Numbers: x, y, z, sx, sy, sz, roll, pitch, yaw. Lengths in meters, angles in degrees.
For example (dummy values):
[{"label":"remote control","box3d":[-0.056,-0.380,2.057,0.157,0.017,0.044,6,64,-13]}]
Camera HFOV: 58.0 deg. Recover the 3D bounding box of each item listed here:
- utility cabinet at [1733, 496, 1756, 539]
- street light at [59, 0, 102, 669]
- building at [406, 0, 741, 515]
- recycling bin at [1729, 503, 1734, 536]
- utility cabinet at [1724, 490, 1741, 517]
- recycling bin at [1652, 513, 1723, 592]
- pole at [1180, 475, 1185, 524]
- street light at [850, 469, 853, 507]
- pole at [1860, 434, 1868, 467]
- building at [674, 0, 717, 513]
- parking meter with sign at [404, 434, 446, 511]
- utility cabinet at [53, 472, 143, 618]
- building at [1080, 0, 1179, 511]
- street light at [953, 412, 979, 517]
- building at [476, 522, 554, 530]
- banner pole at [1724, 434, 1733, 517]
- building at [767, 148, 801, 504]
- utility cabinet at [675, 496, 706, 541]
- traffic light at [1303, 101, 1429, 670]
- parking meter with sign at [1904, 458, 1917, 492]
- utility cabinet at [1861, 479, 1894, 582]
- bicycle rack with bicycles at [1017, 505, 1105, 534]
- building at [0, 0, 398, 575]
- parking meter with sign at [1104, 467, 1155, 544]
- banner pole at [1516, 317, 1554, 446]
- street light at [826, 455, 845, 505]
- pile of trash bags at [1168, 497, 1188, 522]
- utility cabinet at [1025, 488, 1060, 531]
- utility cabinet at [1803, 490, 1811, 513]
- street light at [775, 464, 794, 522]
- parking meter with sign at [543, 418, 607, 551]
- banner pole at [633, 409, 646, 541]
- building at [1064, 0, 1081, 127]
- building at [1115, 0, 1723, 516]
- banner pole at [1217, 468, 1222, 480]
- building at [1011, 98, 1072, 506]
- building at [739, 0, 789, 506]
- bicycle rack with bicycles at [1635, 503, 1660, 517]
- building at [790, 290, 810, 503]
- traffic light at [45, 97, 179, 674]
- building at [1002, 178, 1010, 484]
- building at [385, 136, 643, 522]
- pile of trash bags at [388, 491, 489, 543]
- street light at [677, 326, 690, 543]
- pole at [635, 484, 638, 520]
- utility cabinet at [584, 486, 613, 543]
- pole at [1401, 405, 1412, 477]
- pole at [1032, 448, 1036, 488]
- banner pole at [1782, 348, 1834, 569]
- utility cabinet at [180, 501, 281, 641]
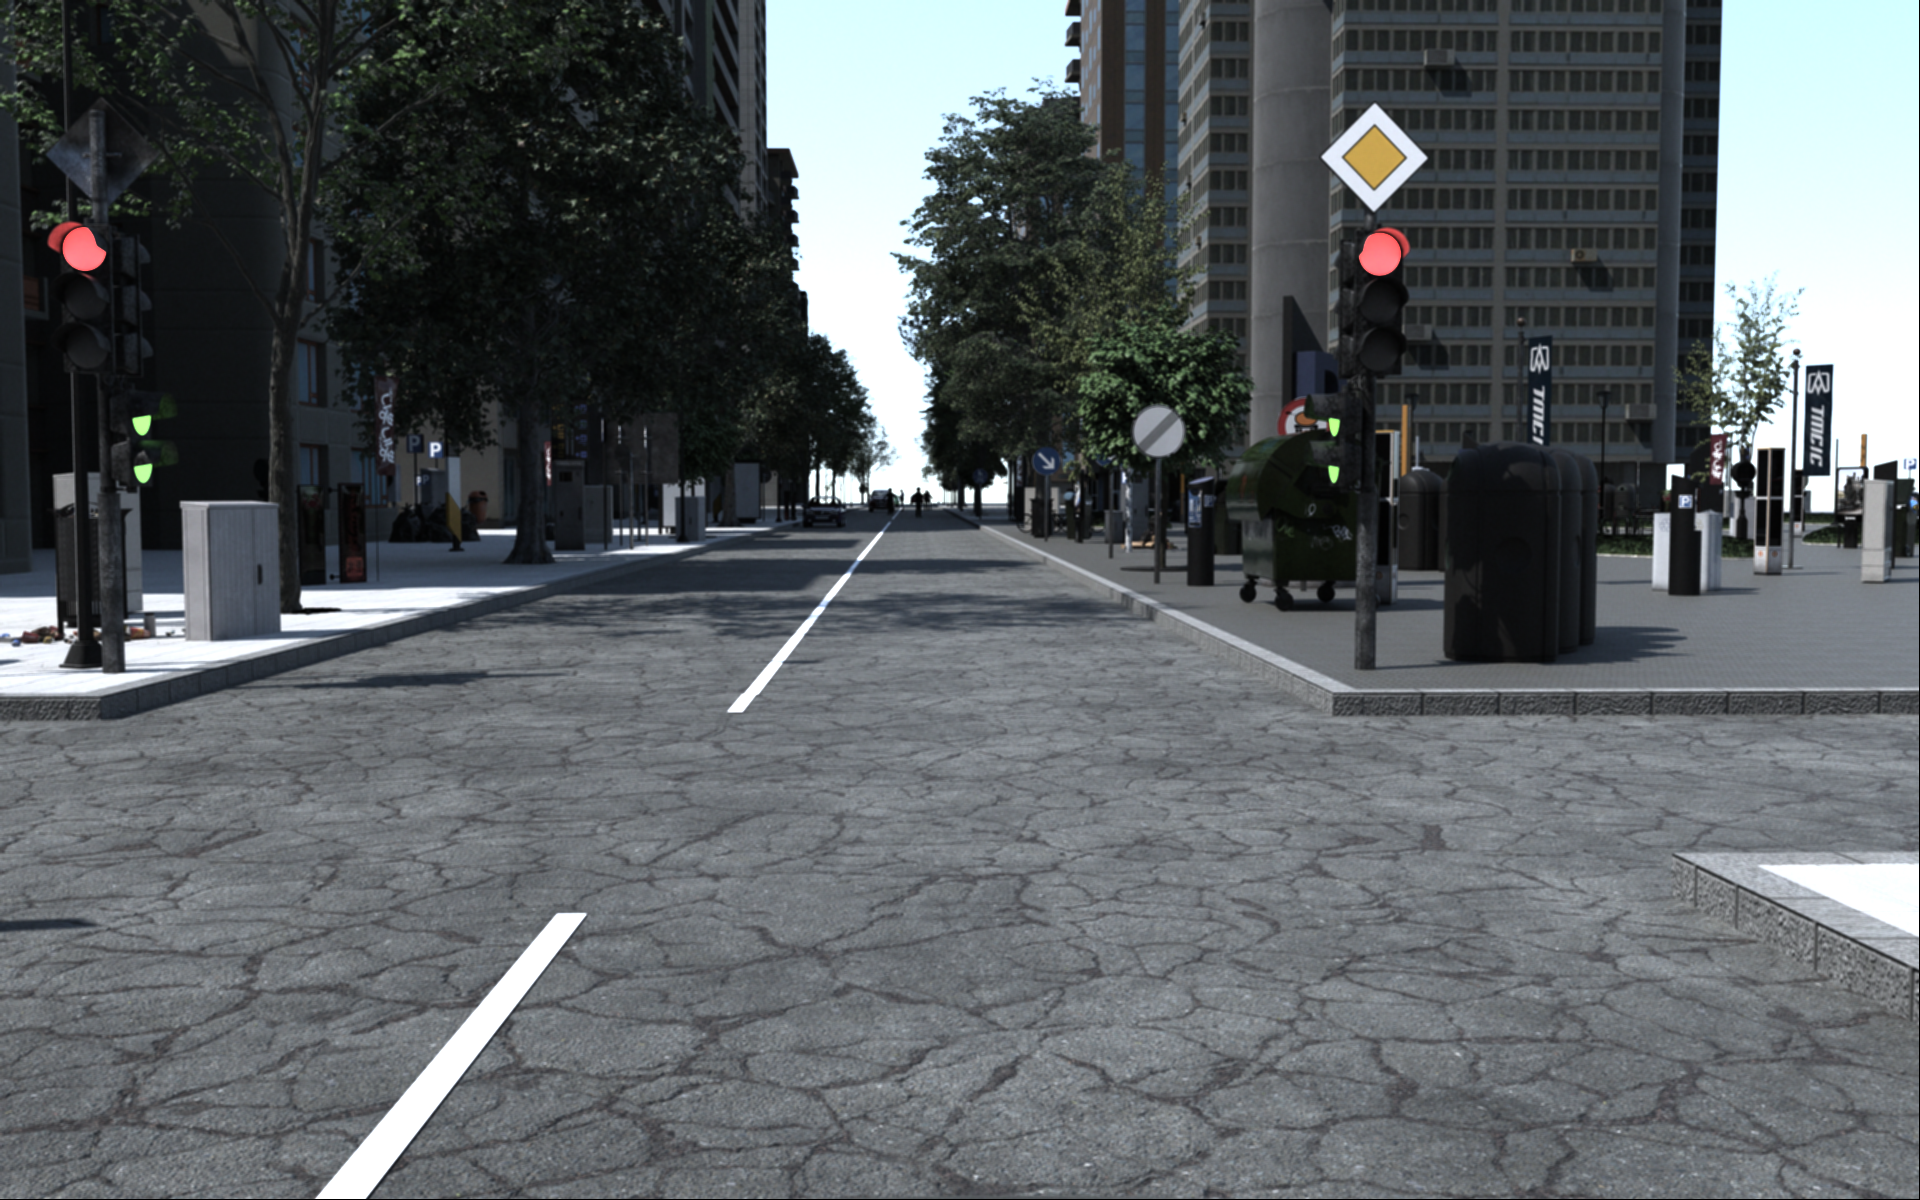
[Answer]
[{"label":"utility cabinet","box3d":[21.827,-2.229,47.604,1.020,1.237,0.306,0,4,-2]},{"label":"street light","box3d":[-5.947,-2.456,12.696,1.470,5.913,1.316,0,4,-2]},{"label":"building","box3d":[-28.542,-31.139,132.819,21.300,48.544,21.600,0,4,-2]},{"label":"recycling bin","box3d":[23.082,-2.342,50.842,0.722,1.027,0.722,3,5,43]},{"label":"utility cabinet","box3d":[37.441,-4.582,83.600,1.173,1.500,0.318,0,4,-3]},{"label":"recycling bin","box3d":[9.680,-0.642,23.047,0.722,1.027,0.722,3,4,36]},{"label":"pole","box3d":[9.600,-4.944,74.684,0.158,3.312,0.155,0,3,0]},{"label":"street light","box3d":[-9.816,-11.163,155.061,1.470,5.913,1.316,0,4,-2]},{"label":"pole","box3d":[30.493,-3.954,58.492,0.158,3.312,0.155,0,3,0]},{"label":"building","box3d":[-24.064,-26.407,115.347,14.154,41.232,14.086,0,4,-2]},{"label":"parking meter with sign","box3d":[-15.515,-3.354,51.102,0.543,3.016,1.738,1,4,21]},{"label":"utility cabinet","box3d":[-9.013,-0.577,18.117,0.318,1.500,1.173,0,4,2]},{"label":"building","box3d":[15.822,-28.688,119.166,14.600,45.320,14.200,0,4,-2]},{"label":"street light","box3d":[0.488,-7.650,97.612,1.470,5.913,1.316,0,4,-2]},{"label":"building","box3d":[-27.596,-27.378,71.338,21.300,48.544,21.600,0,4,-2]},{"label":"banner pole","box3d":[31.670,-4.976,71.378,0.401,3.779,0.863,3,5,42]},{"label":"building","box3d":[-31.298,-34.217,214.076,22.147,44.769,28.867,0,4,-2]},{"label":"utility cabinet","box3d":[-7.368,-2.210,47.297,1.020,1.237,0.306,3,5,44]},{"label":"traffic light","box3d":[2.949,-1.447,12.576,0.839,4.253,0.868,0,4,-2]},{"label":"parking meter with sign","box3d":[45.829,-5.349,83.710,0.543,3.016,1.738,2,4,32]},{"label":"utility cabinet","box3d":[13.467,-1.022,25.391,0.318,1.500,1.173,2,4,33]},{"label":"bicycle rack with bicycles","box3d":[3.339,-2.690,57.368,2.925,0.926,2.852,0,4,8]},{"label":"building","box3d":[-29.217,-11.513,33.278,27.650,21.520,28.899,0,4,-2]},{"label":"parking meter with sign","box3d":[4.523,-2.988,45.107,1.738,3.016,0.543,-3,5,-40]},{"label":"banner pole","box3d":[8.040,-2.104,24.424,0.401,3.779,0.863,-1,4,-23]},{"label":"street light","box3d":[-8.876,-9.131,121.828,1.470,5.913,1.316,0,4,-2]},{"label":"pile of trash bags","box3d":[10.689,-4.213,78.640,1.912,1.369,3.447,0,4,-6]},{"label":"utility cabinet","box3d":[2.816,-3.089,59.181,1.173,1.500,0.318,1,4,15]},{"label":"utility cabinet","box3d":[40.882,-4.601,83.909,0.318,1.500,1.173,3,5,44]},{"label":"street light","box3d":[-7.726,-6.503,78.871,1.470,5.913,1.316,0,4,-2]},{"label":"parking meter with sign","box3d":[-8.946,-2.648,39.554,1.738,3.016,0.543,-1,4,-15]},{"label":"banner pole","box3d":[-8.764,-3.505,47.331,0.401,3.779,0.863,0,4,-6]},{"label":"building","box3d":[19.954,-29.735,140.796,22.147,44.769,28.867,0,4,-2]},{"label":"building","box3d":[25.773,-24.993,100.523,32.217,40.220,23.993,0,4,-2]},{"label":"banner pole","box3d":[11.285,-5.219,75.349,0.401,3.779,0.863,0,4,-5]},{"label":"building","box3d":[13.882,-33.444,196.925,14.600,45.320,14.200,0,4,-2]},{"label":"building","box3d":[-29.359,-45.884,188.454,20.563,71.187,20.611,0,4,-2]},{"label":"bicycle rack with bicycles","box3d":[28.704,-3.611,72.427,2.925,0.926,2.852,2,4,34]},{"label":"building","box3d":[-28.058,-28.427,236.486,14.160,30.474,14.107,0,4,-2]},{"label":"traffic light","box3d":[-6.059,-1.431,12.317,0.839,4.253,0.868,0,4,-2]},{"label":"building","box3d":[17.130,-35.357,232.710,22.147,44.769,28.867,0,4,-2]},{"label":"building","box3d":[-28.091,-28.950,97.038,21.300,48.544,21.600,0,4,-2]},{"label":"pile of trash bags","box3d":[-13.902,-2.286,47.130,1.912,1.369,3.447,1,4,16]},{"label":"street light","box3d":[-6.809,-4.480,45.784,1.470,5.913,1.316,0,4,-2]},{"label":"pole","box3d":[-16.125,-5.668,86.521,0.158,3.312,0.155,0,3,0]},{"label":"utility cabinet","box3d":[-9.618,-2.218,44.936,1.173,1.500,0.318,0,4,-6]},{"label":"pole","box3d":[10.219,-2.804,39.693,0.158,3.312,0.155,0,3,0]},{"label":"pole","box3d":[3.145,-4.845,73.065,0.158,3.312,0.155,0,3,0]},{"label":"banner pole","box3d":[14.494,-2.423,29.631,0.401,3.779,0.863,-3,5,-39]},{"label":"utility cabinet","box3d":[-6.525,-0.269,15.555,0.306,1.237,1.020,1,4,12]}]
